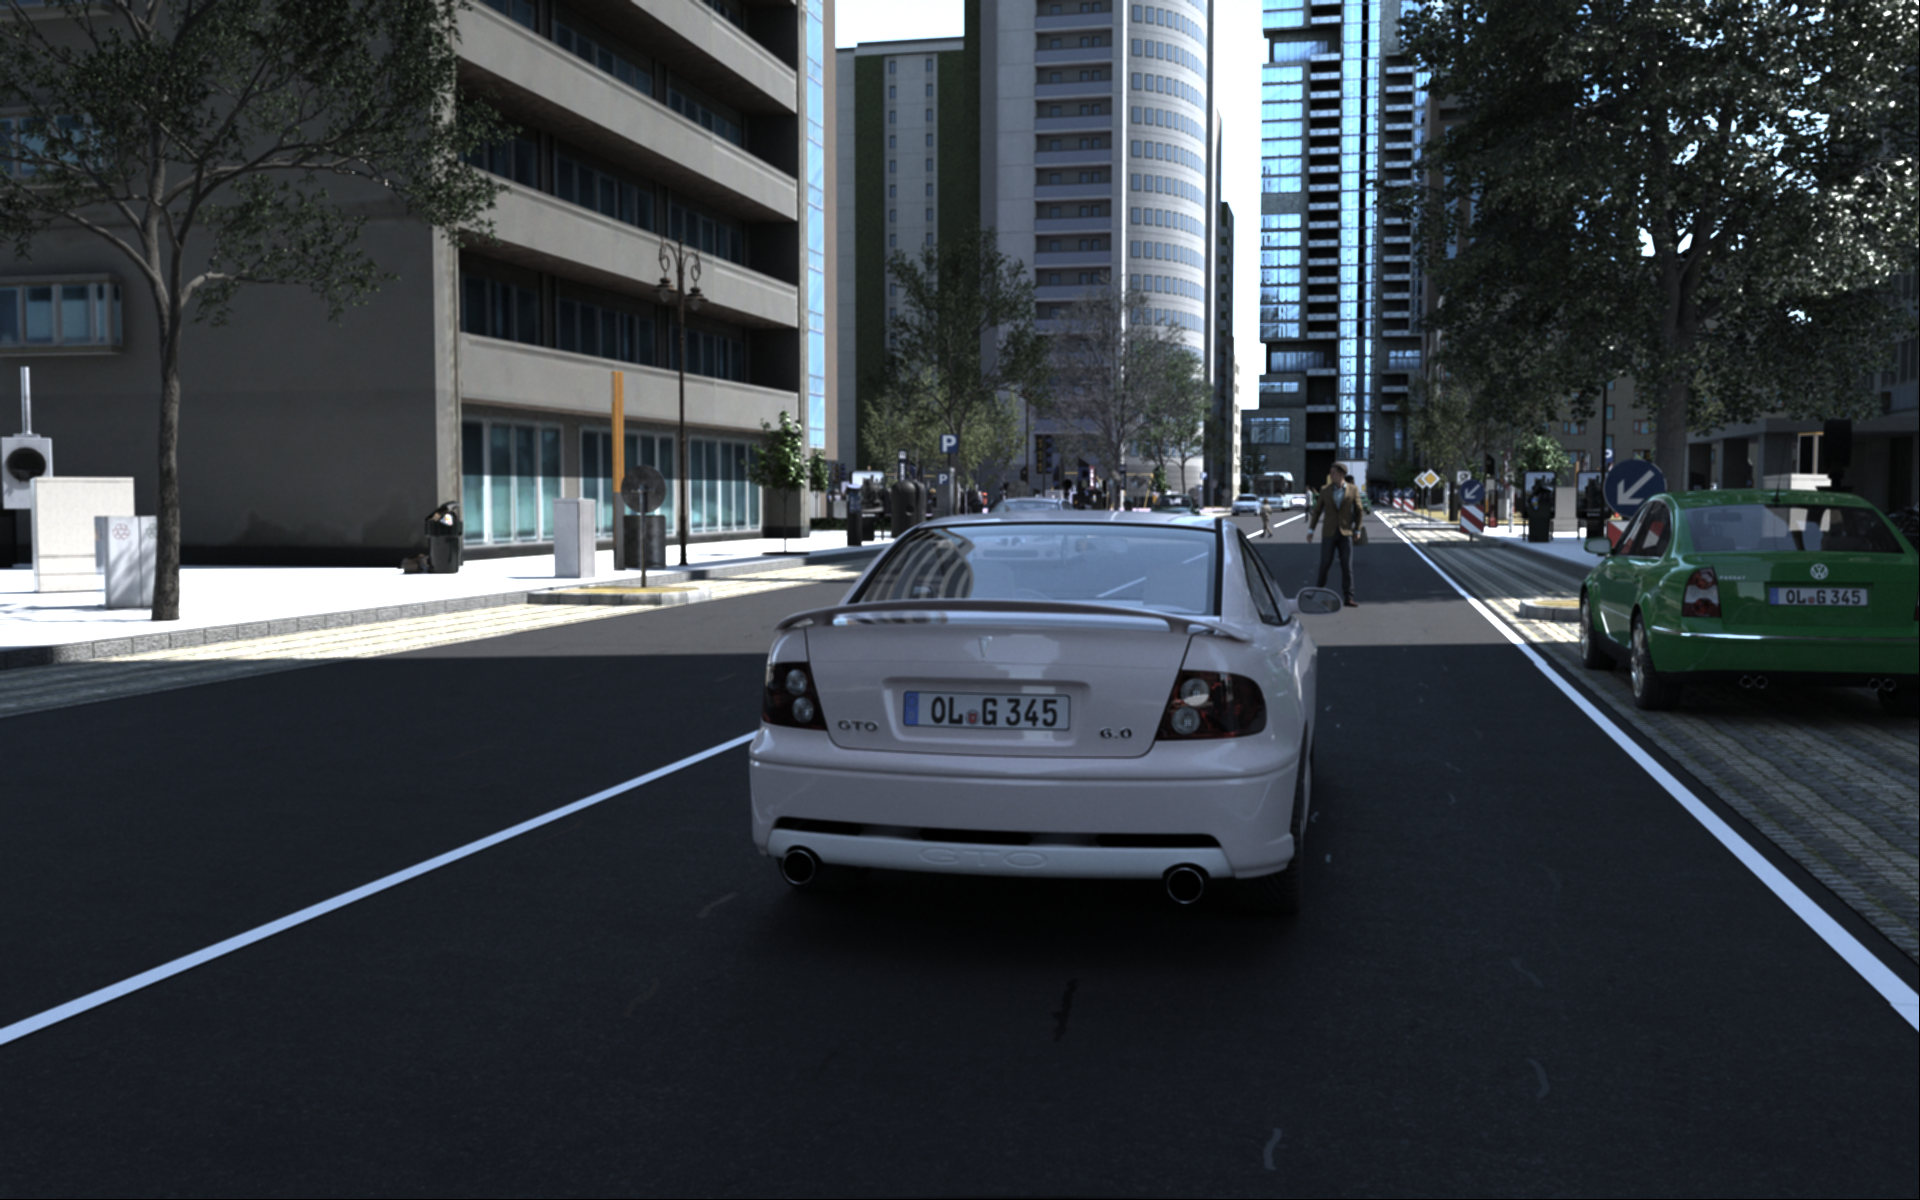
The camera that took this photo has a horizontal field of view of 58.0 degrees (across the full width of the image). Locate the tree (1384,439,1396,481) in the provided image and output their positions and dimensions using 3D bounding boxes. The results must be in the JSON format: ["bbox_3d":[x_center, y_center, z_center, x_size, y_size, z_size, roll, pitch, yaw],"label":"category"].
[{"bbox_3d":[56.894,-16.750,224.224,4.737,8.622,4.395,0,3,0],"label":"tree"}]

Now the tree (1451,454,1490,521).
[{"bbox_3d":[24.381,-5.402,82.921,1.663,3.219,1.824,0,3,0],"label":"tree"}]

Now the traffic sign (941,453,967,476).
[{"bbox_3d":[-0.237,-3.135,51.266,0.884,2.594,0.081,1,4,13],"label":"traffic sign"}]

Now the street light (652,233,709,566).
[{"bbox_3d":[-4.972,-3.557,30.952,0.468,5.910,1.993,1,4,13],"label":"street light"}]

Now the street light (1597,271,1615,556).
[{"bbox_3d":[13.268,-3.844,35.644,0.468,5.910,1.993,1,4,13],"label":"street light"}]

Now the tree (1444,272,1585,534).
[{"bbox_3d":[18.162,-6.465,56.069,4.360,8.622,3.978,0,3,0],"label":"tree"}]

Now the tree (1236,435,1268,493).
[{"bbox_3d":[35.550,-15.898,210.300,4.737,8.622,4.395,0,3,0],"label":"tree"}]

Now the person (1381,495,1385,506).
[{"bbox_3d":[48.060,-11.454,196.331,0.434,1.755,0.990,-1,4,-18],"label":"person"}]

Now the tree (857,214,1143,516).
[{"bbox_3d":[0.113,-7.497,56.988,7.601,10.594,8.767,-3,4,-36],"label":"tree"}]

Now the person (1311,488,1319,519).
[{"bbox_3d":[20.307,-5.565,99.739,0.600,1.795,0.529,3,5,41],"label":"person"}]

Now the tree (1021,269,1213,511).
[{"bbox_3d":[8.481,-11.238,94.107,12.009,13.543,11.850,0,3,0],"label":"tree"}]

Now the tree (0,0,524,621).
[{"bbox_3d":[-7.829,-5.083,17.521,8.767,10.594,7.601,3,5,41],"label":"tree"}]

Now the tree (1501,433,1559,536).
[{"bbox_3d":[17.588,-3.564,52.868,1.663,3.219,1.824,0,3,0],"label":"tree"}]

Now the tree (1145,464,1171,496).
[{"bbox_3d":[12.678,-6.987,108.843,1.663,3.219,1.824,0,3,0],"label":"tree"}]

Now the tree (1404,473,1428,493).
[{"bbox_3d":[41.445,-9.951,157.299,1.663,3.219,1.824,0,3,0],"label":"tree"}]

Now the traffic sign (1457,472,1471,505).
[{"bbox_3d":[22.543,-4.612,77.532,0.606,2.300,0.079,1,4,16],"label":"traffic sign"}]

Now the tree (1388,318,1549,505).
[{"bbox_3d":[27.134,-9.675,92.604,8.767,10.594,7.601,1,4,17],"label":"tree"}]

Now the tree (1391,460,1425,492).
[{"bbox_3d":[43.225,-11.199,166.815,4.285,4.588,4.351,0,3,0],"label":"tree"}]

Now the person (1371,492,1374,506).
[{"bbox_3d":[51.323,-12.629,215.698,0.721,1.735,1.217,3,4,38],"label":"person"}]

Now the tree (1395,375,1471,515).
[{"bbox_3d":[29.722,-9.559,106.654,4.737,8.622,4.395,0,3,0],"label":"tree"}]

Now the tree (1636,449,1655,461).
[{"bbox_3d":[48.016,-8.316,119.682,4.285,4.588,4.351,0,3,0],"label":"tree"}]

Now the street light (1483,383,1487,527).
[{"bbox_3d":[20.577,-5.811,67.804,0.468,5.910,1.993,1,4,13],"label":"street light"}]

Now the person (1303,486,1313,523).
[{"bbox_3d":[17.618,-4.819,87.139,0.795,1.843,0.661,0,4,5],"label":"person"}]

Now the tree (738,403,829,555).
[{"bbox_3d":[-3.634,-2.580,36.779,1.663,3.219,1.824,0,3,0],"label":"tree"}]

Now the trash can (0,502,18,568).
[{"bbox_3d":[-16.726,-1.127,30.079,0.748,1.137,0.748,0,3,0],"label":"trash can"}]

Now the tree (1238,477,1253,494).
[{"bbox_3d":[33.146,-12.670,201.751,1.663,3.219,1.824,0,3,0],"label":"tree"}]

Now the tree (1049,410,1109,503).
[{"bbox_3d":[9.111,-11.680,141.338,4.360,8.622,3.978,0,3,0],"label":"tree"}]

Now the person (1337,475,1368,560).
[{"bbox_3d":[8.070,-1.682,35.982,0.794,1.824,0.713,-2,4,-25],"label":"person"}]

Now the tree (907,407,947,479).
[{"bbox_3d":[-1.881,-11.689,141.471,4.360,8.622,3.978,0,3,0],"label":"tree"}]

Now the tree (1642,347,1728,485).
[{"bbox_3d":[35.470,-8.191,84.289,4.737,8.622,4.395,0,3,0],"label":"tree"}]

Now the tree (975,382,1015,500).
[{"bbox_3d":[0.144,-9.470,105.194,4.737,8.622,4.395,0,3,0],"label":"tree"}]

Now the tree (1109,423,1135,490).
[{"bbox_3d":[12.610,-12.090,148.041,4.360,8.622,3.978,0,3,0],"label":"tree"}]

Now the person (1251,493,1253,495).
[{"bbox_3d":[26.956,-9.155,158.631,0.568,1.767,0.683,0,4,-6],"label":"person"}]

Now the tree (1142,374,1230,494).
[{"bbox_3d":[15.701,-11.532,122.967,7.601,10.594,8.767,1,4,17],"label":"tree"}]

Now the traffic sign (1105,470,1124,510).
[{"bbox_3d":[6.357,-4.148,71.469,0.795,2.450,0.064,1,4,13],"label":"traffic sign"}]

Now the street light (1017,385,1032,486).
[{"bbox_3d":[2.465,-5.547,63.477,0.468,5.910,1.993,1,4,13],"label":"street light"}]

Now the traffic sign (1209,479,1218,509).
[{"bbox_3d":[21.574,-9.017,147.537,0.768,2.556,0.104,1,4,13],"label":"traffic sign"}]

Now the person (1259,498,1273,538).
[{"bbox_3d":[10.012,-2.690,56.762,0.475,1.303,0.640,-3,5,-44],"label":"person"}]

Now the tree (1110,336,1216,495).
[{"bbox_3d":[13.380,-11.568,114.888,9.928,11.665,9.643,0,3,0],"label":"tree"}]

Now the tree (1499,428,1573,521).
[{"bbox_3d":[27.812,-6.109,83.597,4.285,4.588,4.351,0,3,0],"label":"tree"}]

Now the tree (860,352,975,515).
[{"bbox_3d":[-2.518,-8.417,87.979,4.737,8.622,4.395,0,3,0],"label":"tree"}]

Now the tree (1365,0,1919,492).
[{"bbox_3d":[11.495,-7.392,27.522,9.857,13.997,8.962,0,3,0],"label":"tree"}]

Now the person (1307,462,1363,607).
[{"bbox_3d":[4.816,-0.849,22.298,0.656,1.842,0.836,-1,4,-20],"label":"person"}]

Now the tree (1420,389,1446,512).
[{"bbox_3d":[33.956,-10.398,120.369,4.360,8.622,3.978,0,3,0],"label":"tree"}]

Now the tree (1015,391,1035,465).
[{"bbox_3d":[2.908,-9.976,113.475,4.737,8.622,4.395,0,3,0],"label":"tree"}]
